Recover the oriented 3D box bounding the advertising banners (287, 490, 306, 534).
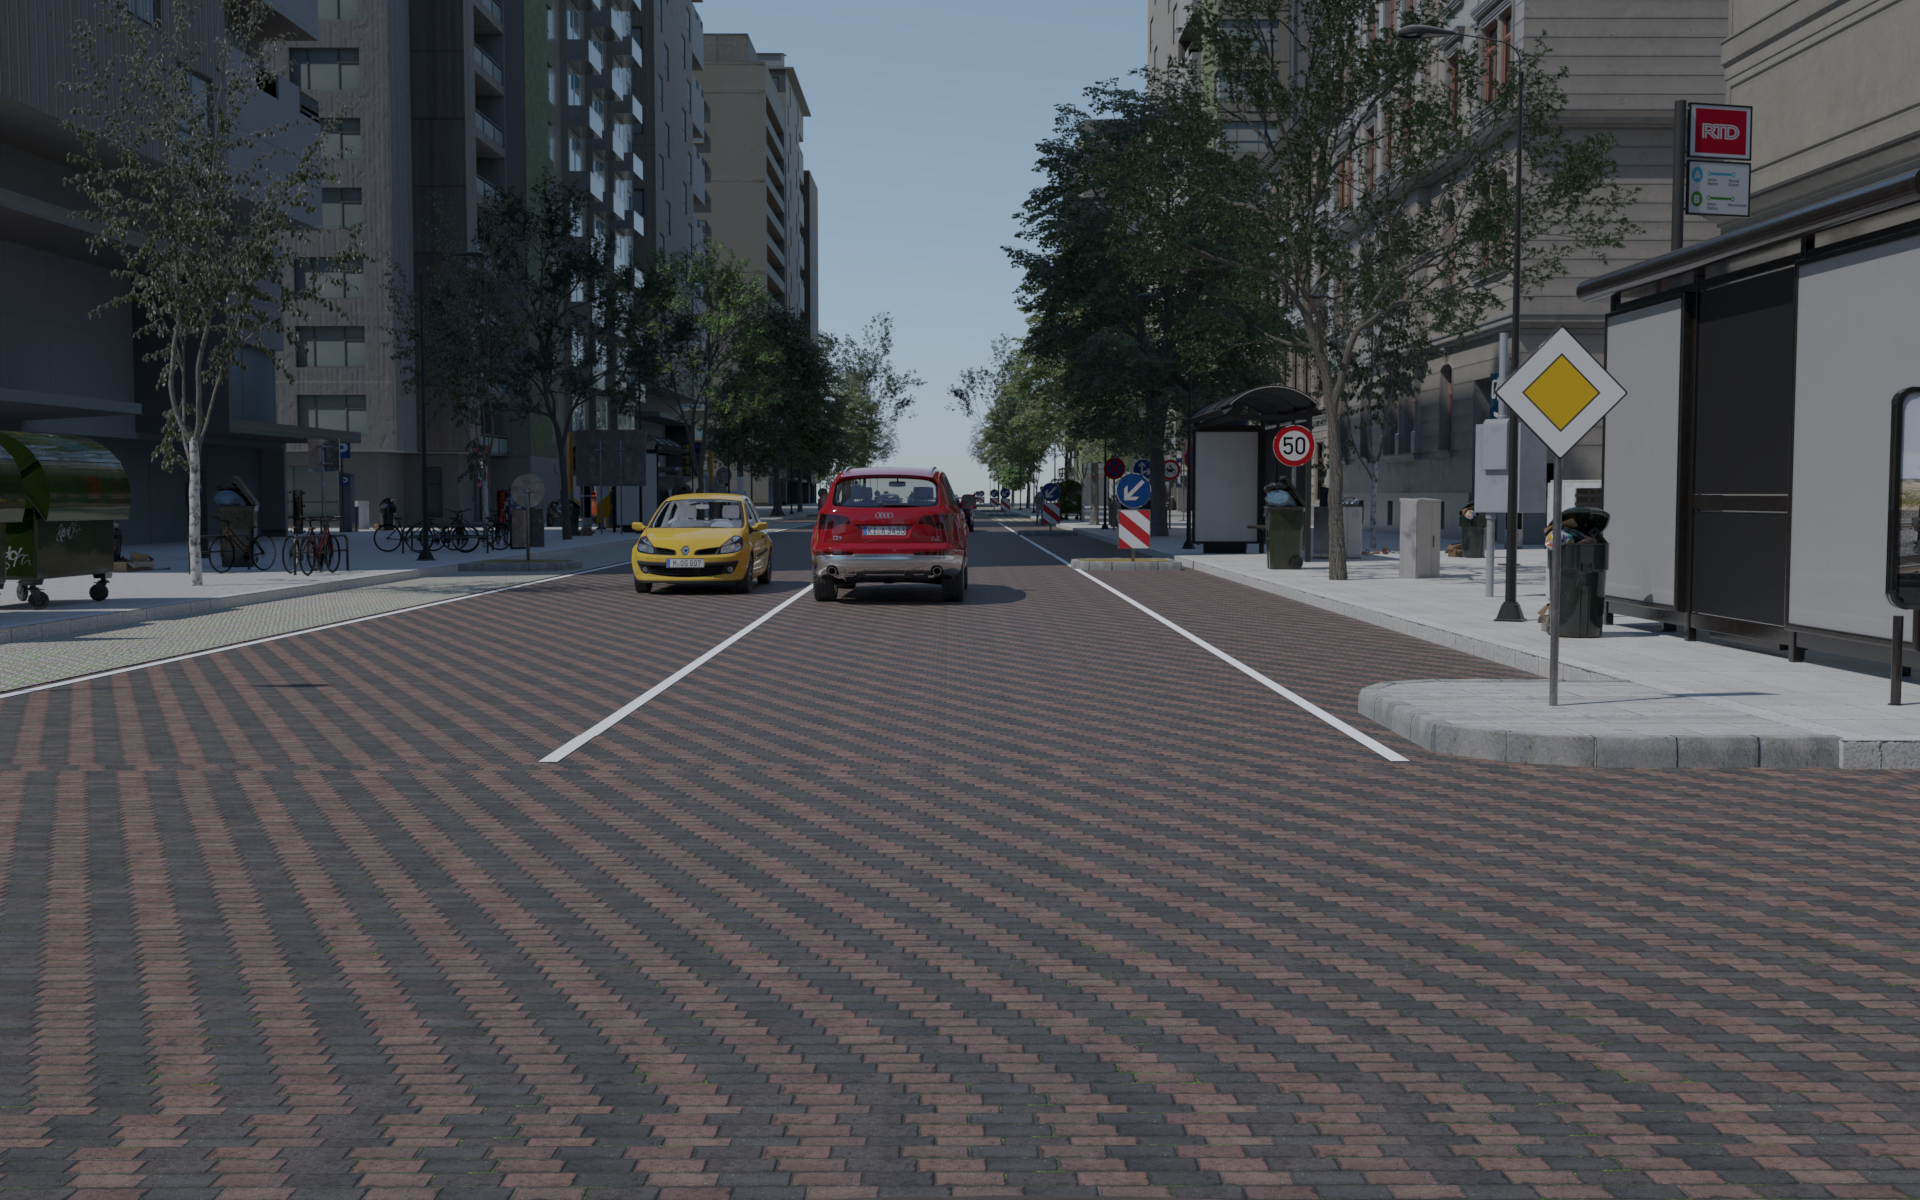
[{"bbox_3d":[-21.440,-3.585,54.806,0.090,3.025,2.074,1,4,17],"label":"advertising banners"}]

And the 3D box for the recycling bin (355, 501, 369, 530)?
[{"bbox_3d":[-21.896,-3.069,62.728,0.722,1.027,0.722,1,4,10],"label":"recycling bin"}]

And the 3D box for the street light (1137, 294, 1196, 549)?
[{"bbox_3d":[4.800,-4.144,40.288,1.470,5.913,1.316,0,4,0],"label":"street light"}]

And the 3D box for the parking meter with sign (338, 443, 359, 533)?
[{"bbox_3d":[-20.665,-3.801,58.413,0.543,3.016,1.738,-1,4,-9],"label":"parking meter with sign"}]

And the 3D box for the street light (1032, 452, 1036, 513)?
[{"bbox_3d":[4.623,-7.440,94.189,1.470,5.913,1.316,0,4,0],"label":"street light"}]

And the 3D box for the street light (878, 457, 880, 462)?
[{"bbox_3d":[-10.632,-14.854,215.400,1.470,5.913,1.316,0,4,0],"label":"street light"}]

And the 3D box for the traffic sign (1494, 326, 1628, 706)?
[{"bbox_3d":[3.594,-0.415,10.435,0.795,2.450,0.064,0,4,0],"label":"traffic sign"}]

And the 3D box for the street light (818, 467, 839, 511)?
[{"bbox_3d":[-10.242,-9.841,133.442,1.470,5.913,1.316,0,4,0],"label":"street light"}]

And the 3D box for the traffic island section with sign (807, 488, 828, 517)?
[{"bbox_3d":[-8.679,-6.212,110.200,1.989,1.847,2.006,0,4,0],"label":"traffic island section with sign"}]

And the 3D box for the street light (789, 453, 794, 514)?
[{"bbox_3d":[-10.190,-8.418,110.181,1.470,5.913,1.316,0,4,0],"label":"street light"}]

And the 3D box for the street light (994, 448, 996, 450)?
[{"bbox_3d":[4.186,-12.461,176.270,1.470,5.913,1.316,0,4,0],"label":"street light"}]

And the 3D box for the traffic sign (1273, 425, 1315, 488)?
[{"bbox_3d":[6.155,-1.948,31.961,0.768,2.556,0.104,1,4,8],"label":"traffic sign"}]

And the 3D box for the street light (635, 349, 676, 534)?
[{"bbox_3d":[-9.751,-5.086,55.700,1.470,5.913,1.316,0,4,0],"label":"street light"}]

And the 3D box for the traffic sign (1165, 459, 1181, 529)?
[{"bbox_3d":[7.719,-3.888,63.671,0.768,2.556,0.104,0,3,0],"label":"traffic sign"}]

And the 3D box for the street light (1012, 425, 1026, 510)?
[{"bbox_3d":[4.449,-8.823,116.797,1.470,5.913,1.316,0,4,0],"label":"street light"}]

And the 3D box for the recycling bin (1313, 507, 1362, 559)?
[{"bbox_3d":[7.521,-1.342,34.494,0.722,1.027,0.722,-1,4,-18],"label":"recycling bin"}]

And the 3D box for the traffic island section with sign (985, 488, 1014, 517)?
[{"bbox_3d":[2.744,-6.205,110.071,1.989,1.847,2.006,0,4,0],"label":"traffic island section with sign"}]

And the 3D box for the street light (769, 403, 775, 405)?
[{"bbox_3d":[-10.023,-7.046,87.749,1.470,5.913,1.316,0,4,0],"label":"street light"}]

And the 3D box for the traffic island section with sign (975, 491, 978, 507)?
[{"bbox_3d":[2.298,-11.239,192.386,1.989,1.847,2.006,0,4,0],"label":"traffic island section with sign"}]

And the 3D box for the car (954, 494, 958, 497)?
[{"bbox_3d":[-0.878,-11.319,194.844,2.009,1.686,4.222,0,4,1],"label":"car"}]

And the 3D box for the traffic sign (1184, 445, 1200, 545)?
[{"bbox_3d":[5.976,-2.645,43.344,0.768,2.556,0.104,0,4,1],"label":"traffic sign"}]

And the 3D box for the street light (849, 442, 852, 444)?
[{"bbox_3d":[-10.373,-11.213,155.874,1.470,5.913,1.316,0,4,0],"label":"street light"}]

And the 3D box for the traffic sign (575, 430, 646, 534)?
[{"bbox_3d":[-11.054,-3.730,54.853,2.265,3.308,0.079,0,4,4],"label":"traffic sign"}]

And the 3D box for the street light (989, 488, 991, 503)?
[{"bbox_3d":[3.942,-13.832,198.701,1.470,5.913,1.316,0,4,0],"label":"street light"}]

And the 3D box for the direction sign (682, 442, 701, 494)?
[{"bbox_3d":[-11.644,-5.103,75.438,0.876,3.537,0.379,-1,4,-9],"label":"direction sign"}]

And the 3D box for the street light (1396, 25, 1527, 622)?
[{"bbox_3d":[5.023,-2.740,17.335,1.470,5.913,1.316,0,4,0],"label":"street light"}]

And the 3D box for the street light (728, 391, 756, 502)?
[{"bbox_3d":[-9.896,-6.458,78.132,1.470,5.913,1.316,0,4,0],"label":"street light"}]

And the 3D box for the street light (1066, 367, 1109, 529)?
[{"bbox_3d":[4.724,-5.516,62.720,1.470,5.913,1.316,0,4,0],"label":"street light"}]

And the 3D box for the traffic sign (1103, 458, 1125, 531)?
[{"bbox_3d":[5.393,-3.701,60.615,0.768,2.556,0.104,0,3,0],"label":"traffic sign"}]

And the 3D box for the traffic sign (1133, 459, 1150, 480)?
[{"bbox_3d":[6.745,-3.889,63.697,0.768,2.556,0.104,0,4,2],"label":"traffic sign"}]

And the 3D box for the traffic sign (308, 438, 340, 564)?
[{"bbox_3d":[-11.680,-1.816,31.817,0.606,2.300,0.079,0,4,7],"label":"traffic sign"}]

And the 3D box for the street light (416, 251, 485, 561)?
[{"bbox_3d":[-9.774,-3.714,33.266,1.470,5.913,1.316,0,4,0],"label":"street light"}]

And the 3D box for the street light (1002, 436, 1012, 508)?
[{"bbox_3d":[4.320,-10.195,139.229,1.470,5.913,1.316,0,4,0],"label":"street light"}]

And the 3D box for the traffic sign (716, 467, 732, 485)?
[{"bbox_3d":[-11.129,-4.985,81.611,0.768,2.556,0.104,0,4,1],"label":"traffic sign"}]

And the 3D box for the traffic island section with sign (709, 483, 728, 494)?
[{"bbox_3d":[-8.401,-3.157,60.246,1.989,1.847,2.006,0,4,0],"label":"traffic island section with sign"}]

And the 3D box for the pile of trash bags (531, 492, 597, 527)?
[{"bbox_3d":[-15.659,-3.545,67.713,3.447,1.369,1.912,0,4,8],"label":"pile of trash bags"}]

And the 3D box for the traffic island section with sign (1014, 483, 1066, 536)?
[{"bbox_3d":[3.019,-3.164,60.365,1.989,1.847,2.006,0,4,0],"label":"traffic island section with sign"}]

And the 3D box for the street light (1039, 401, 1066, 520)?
[{"bbox_3d":[4.714,-6.912,85.552,1.470,5.913,1.316,0,4,0],"label":"street light"}]

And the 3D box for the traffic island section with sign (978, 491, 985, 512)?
[{"bbox_3d":[2.598,-7.858,137.109,1.989,1.847,2.006,0,4,0],"label":"traffic island section with sign"}]

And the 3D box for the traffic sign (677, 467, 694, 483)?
[{"bbox_3d":[-12.421,-4.784,78.328,0.768,2.556,0.104,0,4,3],"label":"traffic sign"}]

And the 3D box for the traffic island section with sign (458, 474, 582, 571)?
[{"bbox_3d":[-8.253,-1.477,32.781,1.989,1.847,2.006,0,4,0],"label":"traffic island section with sign"}]

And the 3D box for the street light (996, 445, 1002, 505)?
[{"bbox_3d":[4.328,-11.594,162.108,1.470,5.913,1.316,0,4,0],"label":"street light"}]

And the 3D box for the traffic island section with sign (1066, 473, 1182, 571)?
[{"bbox_3d":[3.164,-1.516,33.410,1.989,1.847,2.006,0,4,0],"label":"traffic island section with sign"}]

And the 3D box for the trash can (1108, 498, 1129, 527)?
[{"bbox_3d":[6.073,-3.401,67.256,0.748,1.137,0.748,0,3,0],"label":"trash can"}]

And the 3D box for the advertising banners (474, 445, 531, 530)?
[{"bbox_3d":[-16.377,-4.036,62.176,2.074,3.025,0.090,0,4,-5],"label":"advertising banners"}]
